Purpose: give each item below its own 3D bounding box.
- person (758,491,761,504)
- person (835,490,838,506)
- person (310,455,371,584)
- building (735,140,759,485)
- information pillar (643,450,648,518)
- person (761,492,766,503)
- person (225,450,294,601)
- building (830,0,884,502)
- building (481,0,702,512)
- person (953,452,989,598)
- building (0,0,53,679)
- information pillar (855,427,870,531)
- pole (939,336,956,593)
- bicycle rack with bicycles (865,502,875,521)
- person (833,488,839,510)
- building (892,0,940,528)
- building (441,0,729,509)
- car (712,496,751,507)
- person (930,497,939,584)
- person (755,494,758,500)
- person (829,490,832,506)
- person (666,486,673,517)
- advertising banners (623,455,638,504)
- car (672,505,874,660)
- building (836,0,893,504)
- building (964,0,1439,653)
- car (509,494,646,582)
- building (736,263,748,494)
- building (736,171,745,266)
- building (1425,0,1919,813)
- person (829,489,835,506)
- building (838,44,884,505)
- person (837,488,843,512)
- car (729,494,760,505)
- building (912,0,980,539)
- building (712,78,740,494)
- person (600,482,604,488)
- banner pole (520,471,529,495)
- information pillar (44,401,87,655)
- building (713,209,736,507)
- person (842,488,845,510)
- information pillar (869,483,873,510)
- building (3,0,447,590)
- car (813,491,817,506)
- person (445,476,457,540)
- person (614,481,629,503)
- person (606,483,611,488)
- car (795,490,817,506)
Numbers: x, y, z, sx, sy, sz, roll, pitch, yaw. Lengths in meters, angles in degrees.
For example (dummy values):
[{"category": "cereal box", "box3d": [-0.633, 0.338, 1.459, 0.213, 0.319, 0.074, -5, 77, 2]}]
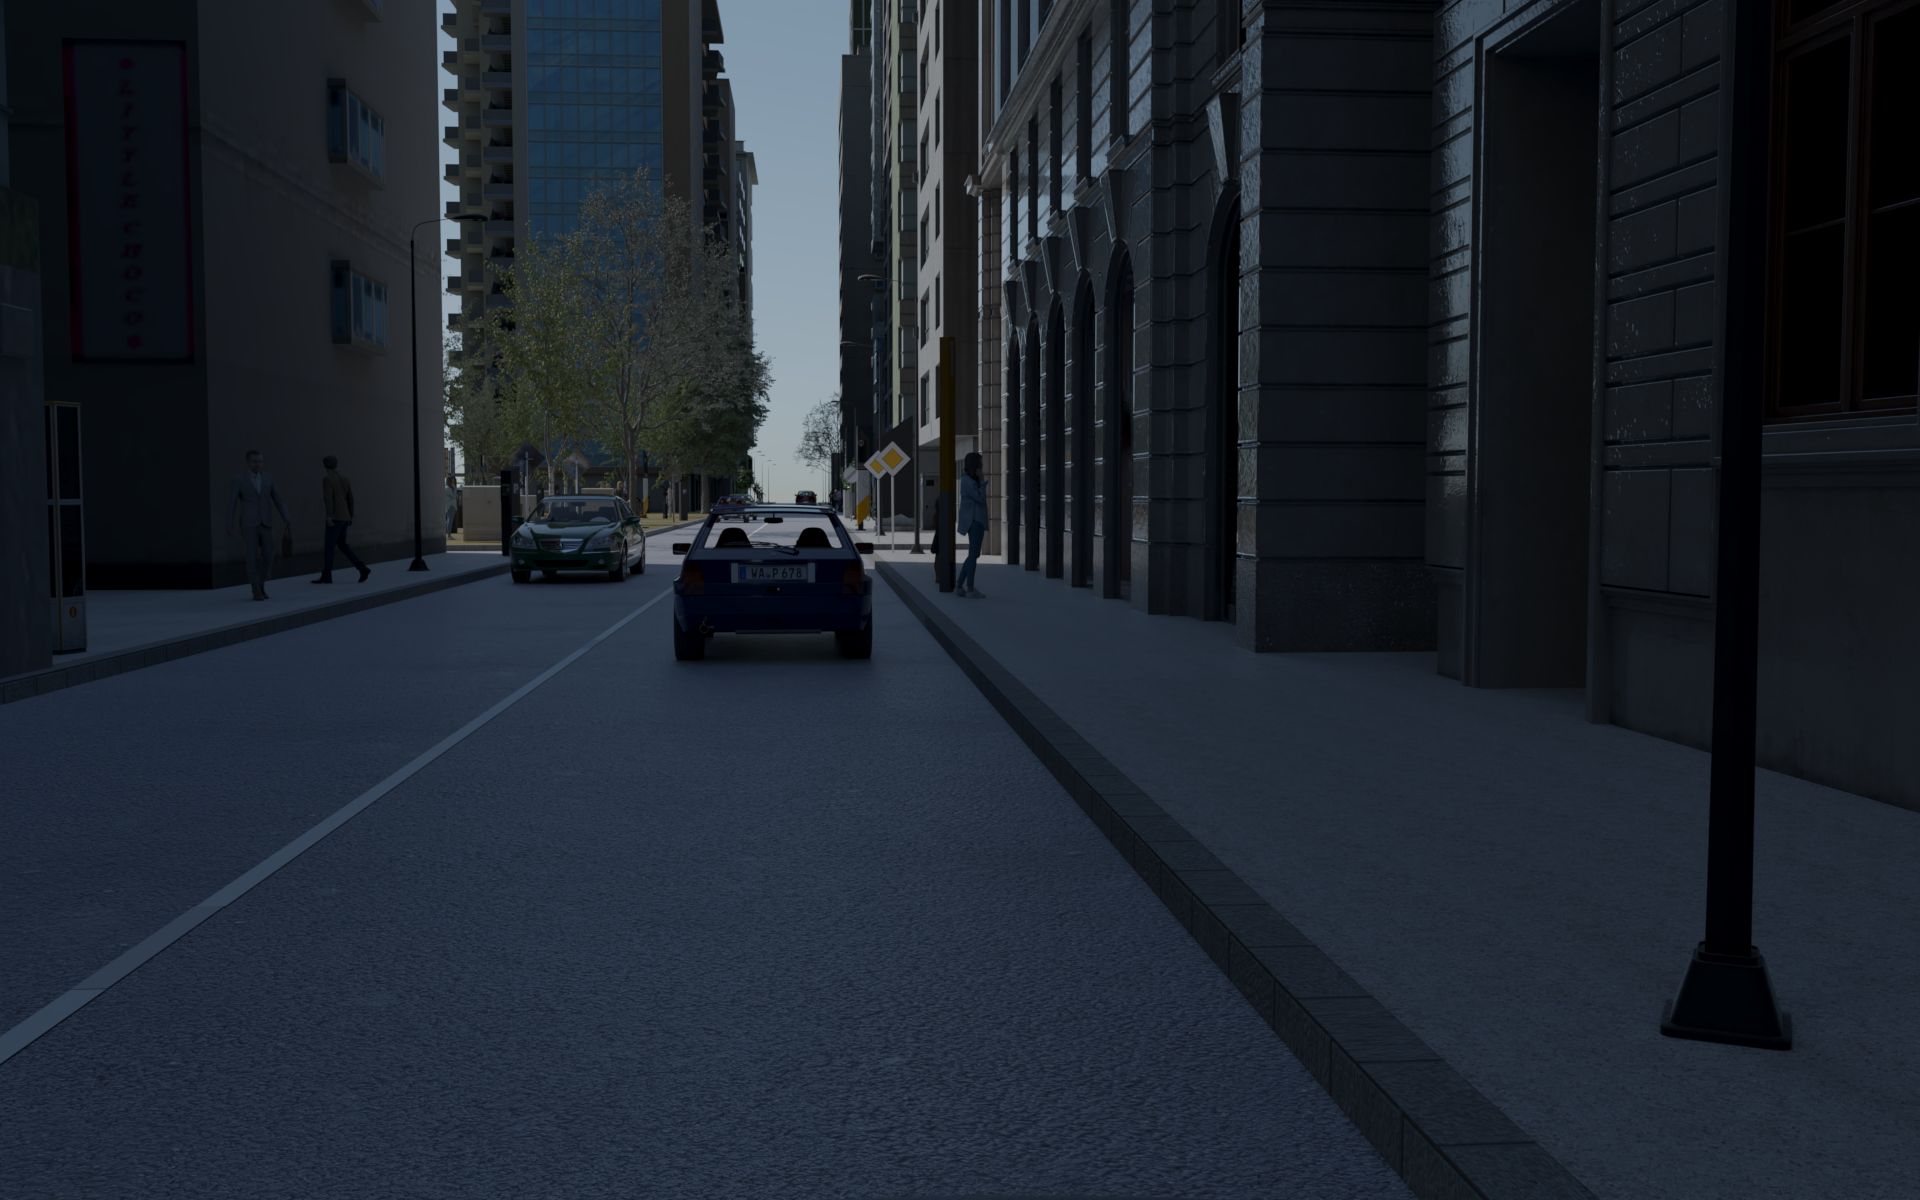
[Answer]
[{"category": "person", "box3d": [-25.776, -13.222, 222.887, 0.621, 1.740, 0.551, -2, 4, -29]}, {"category": "person", "box3d": [-13.437, -11.152, 189.103, 0.721, 1.736, 1.217, 0, 4, -1]}, {"category": "person", "box3d": [-8.940, -1.162, 24.954, 0.836, 1.842, 0.656, -1, 4, -19]}, {"category": "building", "box3d": [-44.888, -41.041, 260.260, 28.713, 52.752, 27.495, 0, 4, -5]}, {"category": "information pillar", "box3d": [-16.593, -6.116, 91.356, 0.183, 3.616, 0.504, 1, 4, 10]}, {"category": "person", "box3d": [-27.975, -14.589, 244.553, 1.348, 1.826, 0.705, -2, 4, -26]}, {"category": "person", "box3d": [-8.462, -0.902, 20.905, 0.853, 1.813, 0.709, 3, 5, 45]}, {"category": "building", "box3d": [-8.535, -58.140, 263.264, 22.319, 86.520, 31.000, 0, 4, -5]}, {"category": "building", "box3d": [-26.039, -29.094, 125.790, 14.600, 45.320, 14.200, 0, 4, -5]}, {"category": "person", "box3d": [0.135, -0.922, 21.376, 0.793, 1.790, 0.793, -2, 4, -34]}, {"category": "building", "box3d": [-13.130, -19.607, 4.175, 14.154, 41.232, 14.086, 0, 4, -5]}, {"category": "information pillar", "box3d": [-3.399, -4.227, 60.463, 0.504, 3.616, 0.183, -2, 4, -32]}, {"category": "pole", "box3d": [-0.162, -1.756, 22.562, 0.158, 3.312, 0.155, 0, 3, 0]}, {"category": "bicycle rack with bicycles", "box3d": [-3.524, -4.286, 83.463, 2.852, 0.926, 2.925, 3, 4, 39]}, {"category": "person", "box3d": [-8.960, -7.365, 126.988, 0.617, 1.759, 0.750, 1, 4, 9]}, {"category": "building", "box3d": [4.160, -23.684, 70.820, 14.154, 41.232, 14.086, 0, 4, -5]}, {"category": "building", "box3d": [-31.283, -30.117, 147.039, 22.147, 44.769, 28.867, 0, 4, -5]}, {"category": "car", "box3d": [-11.467, -4.555, 87.047, 1.945, 1.354, 3.894, 0, 4, -6]}, {"category": "person", "box3d": [-0.245, -0.867, 24.886, 0.373, 1.253, 0.362, -1, 4, -13]}, {"category": "person", "box3d": [-27.491, -13.999, 235.653, 1.217, 1.743, 0.721, -2, 4, -31]}, {"category": "person", "box3d": [-13.900, -11.010, 186.995, 0.436, 1.711, 0.756, 2, 4, 35]}, {"category": "person", "box3d": [-16.322, -5.570, 97.125, 0.555, 1.821, 0.388, 2, 4, 30]}, {"category": "advertising banners", "box3d": [-15.051, -4.985, 77.690, 2.074, 3.025, 0.090, 3, 5, 44]}, {"category": "car", "box3d": [-1.759, -0.231, 16.358, 1.945, 1.354, 3.894, 0, 4, -6]}, {"category": "building", "box3d": [-6.839, -48.912, 237.960, 20.563, 71.187, 20.611, 0, 4, -5]}, {"category": "building", "box3d": [7.231, -11.222, 25.287, 13.314, 21.916, 24.055, 0, 4, -5]}, {"category": "car", "box3d": [-6.493, -1.098, 29.743, 2.131, 1.459, 4.920, 0, 4, -4]}, {"category": "building", "box3d": [-33.140, -26.844, 210.601, 14.160, 30.474, 14.107, 0, 4, -5]}, {"category": "building", "box3d": [-40.199, -37.440, 231.748, 23.786, 49.044, 30.456, 0, 4, -5]}, {"category": "building", "box3d": [9.162, -10.166, 2.365, 11.583, 22.565, 21.152, 0, 4, -5]}, {"category": "person", "box3d": [-13.102, -10.610, 179.478, 1.348, 1.831, 0.705, -3, 5, -40]}, {"category": "building", "box3d": [-2.058, -34.335, 185.076, 21.300, 48.544, 21.600, 0, 4, -5]}, {"category": "person", "box3d": [-8.462, -7.110, 123.222, 0.436, 1.711, 0.756, 3, 5, 44]}, {"category": "car", "box3d": [-12.175, -5.153, 96.045, 2.131, 1.459, 4.920, 0, 4, -6]}, {"category": "building", "box3d": [6.025, -17.085, 51.040, 14.107, 30.474, 14.160, 0, 4, -5]}, {"category": "building", "box3d": [-30.861, -32.600, 183.122, 14.600, 45.320, 14.200, 0, 4, -5]}, {"category": "person", "box3d": [-16.951, -4.677, 82.289, 0.659, 1.850, 0.755, -2, 4, -28]}, {"category": "banner pole", "box3d": [-21.877, -5.922, 86.843, 0.863, 3.779, 0.401, -1, 4, -22]}, {"category": "information pillar", "box3d": [-7.263, -0.575, 13.899, 0.304, 2.012, 0.304, 1, 4, 13]}, {"category": "building", "box3d": [-29.722, -24.324, 169.394, 14.160, 30.474, 14.107, 0, 4, -5]}, {"category": "person", "box3d": [-9.559, -8.382, 143.164, 0.705, 1.814, 1.350, -2, 4, -34]}, {"category": "information pillar", "box3d": [-6.068, -6.971, 118.470, 0.304, 2.012, 0.304, -2, 4, -33]}, {"category": "building", "box3d": [-20.842, -24.553, 25.141, 21.600, 48.544, 21.300, 0, 4, -5]}, {"category": "car", "box3d": [-18.761, -12.562, 214.061, 2.281, 1.827, 5.304, 0, 4, -6]}, {"category": "person", "box3d": [-14.301, -2.576, 48.425, 0.793, 1.790, 0.793, 2, 4, 31]}, {"category": "person", "box3d": [-13.597, -3.900, 70.028, 0.699, 1.804, 1.509, -2, 4, -32]}, {"category": "person", "box3d": [-18.503, -5.205, 91.016, 0.514, 1.842, 0.818, 1, 4, 23]}, {"category": "car", "box3d": [-15.574, -10.164, 174.852, 2.281, 1.827, 5.304, 0, 4, -4]}]
